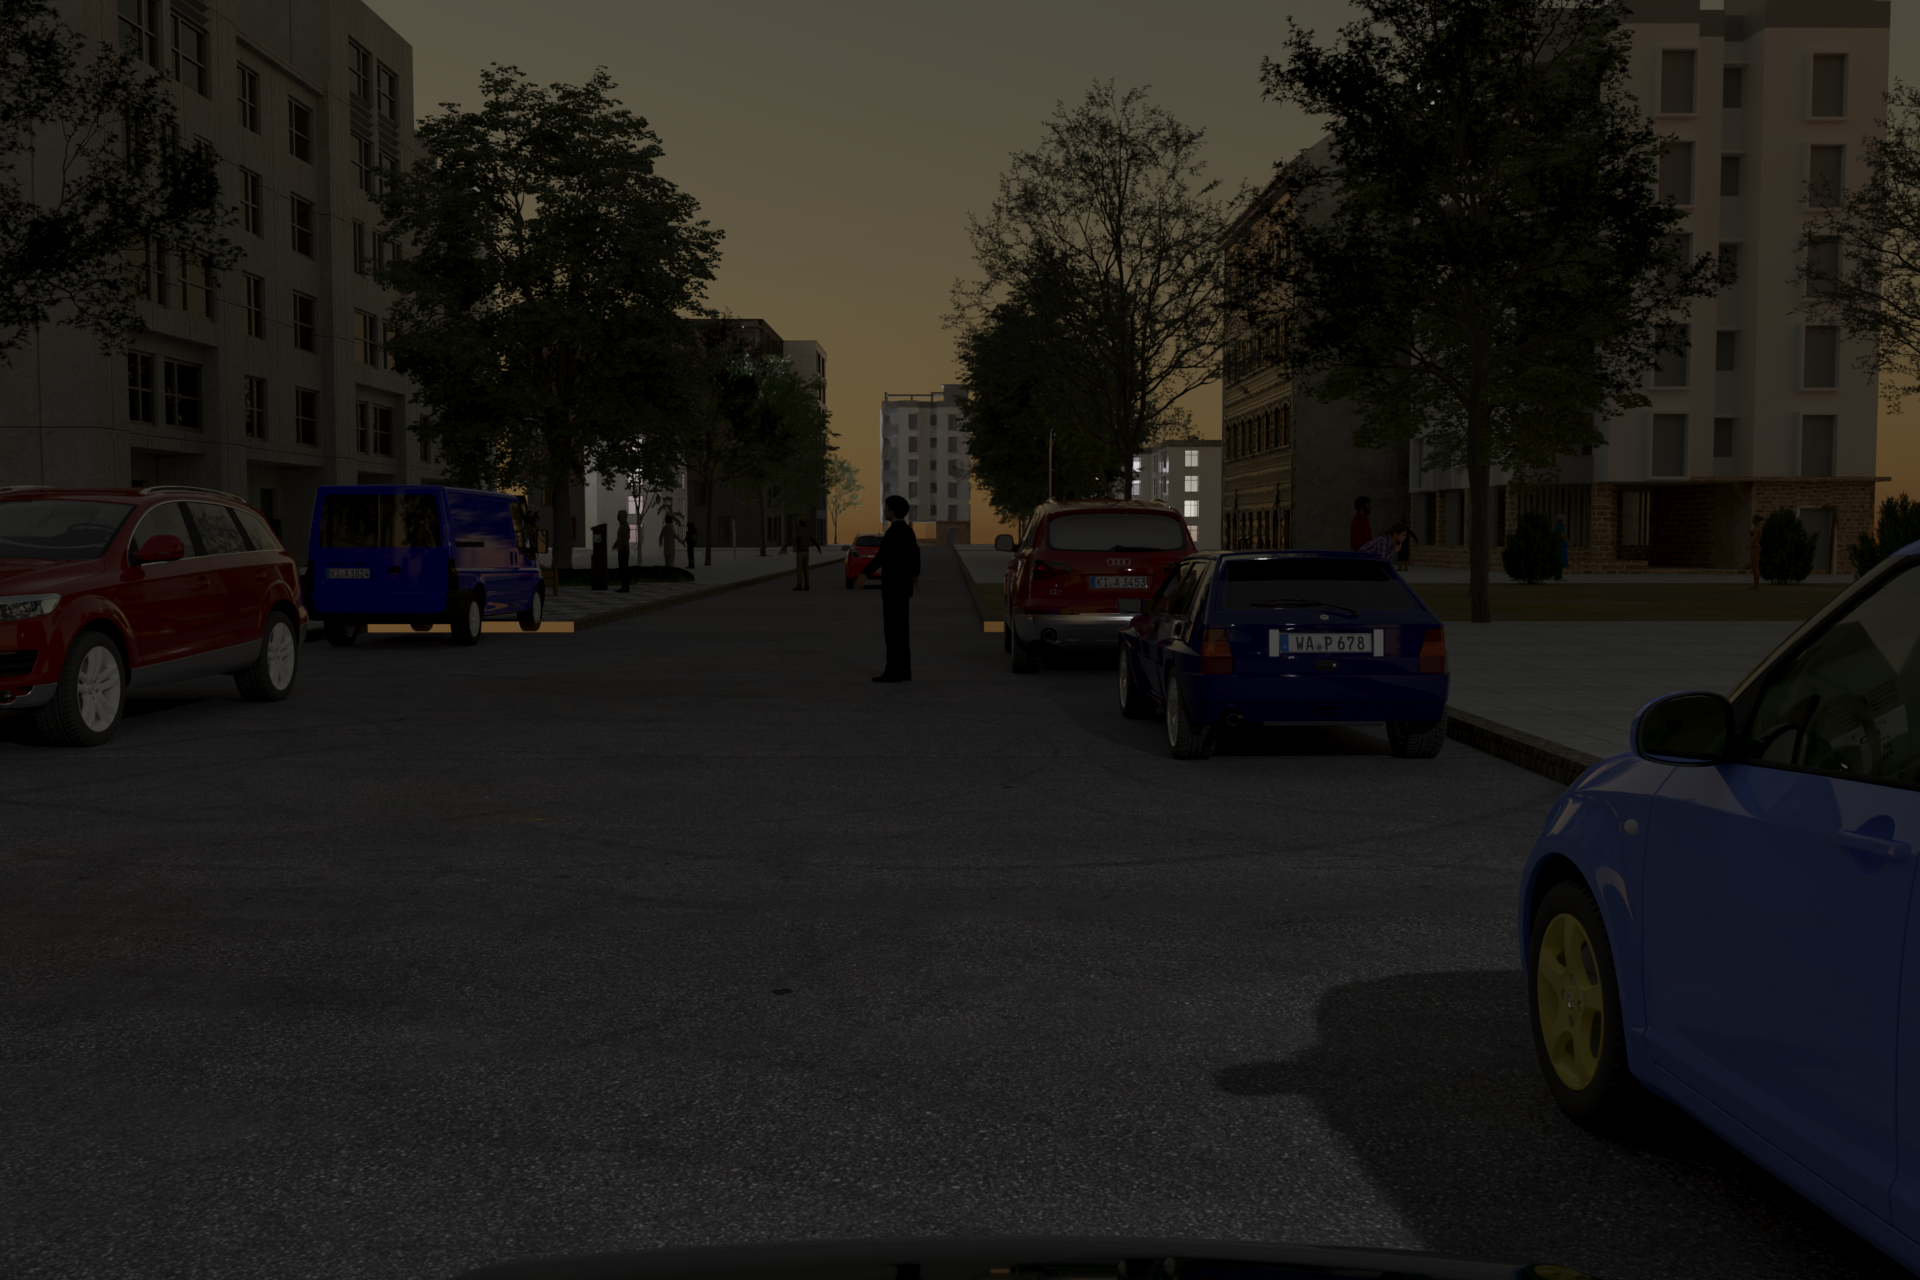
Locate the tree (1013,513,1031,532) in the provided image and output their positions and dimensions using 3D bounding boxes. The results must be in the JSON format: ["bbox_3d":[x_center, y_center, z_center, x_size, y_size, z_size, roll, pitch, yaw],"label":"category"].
[{"bbox_3d":[7.976,-16.653,222.630,4.737,8.622,4.395,0,3,0],"label":"tree"}]

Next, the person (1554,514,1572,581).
[{"bbox_3d":[16.410,-2.517,47.283,0.704,1.817,1.347,0,4,4],"label":"person"}]

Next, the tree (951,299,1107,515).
[{"bbox_3d":[4.281,-11.361,92.401,9.857,13.997,8.962,0,3,0],"label":"tree"}]

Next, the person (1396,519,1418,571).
[{"bbox_3d":[15.269,-3.279,59.756,1.346,1.812,0.704,-1,4,-18],"label":"person"}]

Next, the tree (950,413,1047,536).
[{"bbox_3d":[4.807,-13.410,129.630,12.009,13.543,11.850,0,3,0],"label":"tree"}]

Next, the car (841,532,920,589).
[{"bbox_3d":[-2.149,-2.310,46.802,2.155,1.783,4.494,0,4,-1],"label":"car"}]

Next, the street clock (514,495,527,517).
[{"bbox_3d":[-8.194,-1.688,32.165,0.358,2.002,0.471,0,4,1],"label":"street clock"}]

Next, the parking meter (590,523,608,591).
[{"bbox_3d":[-8.210,-1.895,39.401,0.372,1.533,0.369,0,3,0],"label":"parking meter"}]

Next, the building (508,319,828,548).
[{"bbox_3d":[-29.112,-20.599,180.770,27.936,21.610,32.646,0,4,0],"label":"building"}]

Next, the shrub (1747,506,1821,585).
[{"bbox_3d":[20.881,-2.416,43.917,1.690,2.028,1.600,0,3,0],"label":"shrub"}]

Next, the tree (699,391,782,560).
[{"bbox_3d":[-11.381,-8.300,86.060,4.360,8.622,3.978,0,3,0],"label":"tree"}]

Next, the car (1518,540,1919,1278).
[{"bbox_3d":[2.333,0.396,3.123,1.945,1.707,3.694,0,4,-2],"label":"car"}]

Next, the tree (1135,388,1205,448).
[{"bbox_3d":[25.056,-22.275,220.083,12.611,20.169,13.585,0,3,0],"label":"tree"}]

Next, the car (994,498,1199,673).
[{"bbox_3d":[1.538,-0.652,19.339,2.281,1.827,5.304,0,3,0],"label":"car"}]

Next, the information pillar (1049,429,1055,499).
[{"bbox_3d":[2.066,-2.903,38.823,0.183,3.616,0.504,0,4,-2],"label":"information pillar"}]

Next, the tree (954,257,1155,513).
[{"bbox_3d":[4.505,-10.533,78.865,9.857,13.997,8.962,0,3,0],"label":"tree"}]

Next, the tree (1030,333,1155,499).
[{"bbox_3d":[4.515,-6.813,61.757,4.737,8.622,4.395,0,3,0],"label":"tree"}]

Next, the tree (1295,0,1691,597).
[{"bbox_3d":[10.701,-7.176,35.462,7.486,12.596,7.792,0,3,0],"label":"tree"}]

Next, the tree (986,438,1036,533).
[{"bbox_3d":[4.185,-9.627,107.771,4.360,8.622,3.978,0,3,0],"label":"tree"}]

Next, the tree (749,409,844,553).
[{"bbox_3d":[-11.750,-11.348,119.947,8.767,10.594,7.601,3,4,39],"label":"tree"}]

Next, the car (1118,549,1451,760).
[{"bbox_3d":[2.157,0.013,12.368,1.945,1.354,3.894,0,4,-2],"label":"car"}]

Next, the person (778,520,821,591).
[{"bbox_3d":[-4.015,-2.156,43.986,1.348,1.796,0.705,-3,5,-43],"label":"person"}]

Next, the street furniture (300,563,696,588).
[{"bbox_3d":[-11.626,-1.704,43.485,10.072,0.657,5.734,-1,4,-13],"label":"street furniture"}]

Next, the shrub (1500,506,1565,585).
[{"bbox_3d":[14.552,-2.424,44.052,1.690,2.028,1.600,0,3,0],"label":"shrub"}]

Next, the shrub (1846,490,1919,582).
[{"bbox_3d":[15.955,-1.527,29.382,1.690,2.028,1.600,0,3,0],"label":"shrub"}]

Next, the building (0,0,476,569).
[{"bbox_3d":[-28.140,-11.519,54.787,16.747,18.905,31.486,0,4,0],"label":"building"}]

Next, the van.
[{"bbox_3d":[-7.162,-1.191,23.863,2.240,2.365,5.245,0,4,0],"label":"van"}]

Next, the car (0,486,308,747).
[{"bbox_3d":[-6.811,-0.285,13.328,2.281,1.827,5.304,0,3,0],"label":"car"}]

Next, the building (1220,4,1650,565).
[{"bbox_3d":[22.966,-15.265,80.511,19.493,23.208,18.063,0,4,-1],"label":"building"}]

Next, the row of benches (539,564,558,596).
[{"bbox_3d":[-9.998,-1.326,37.144,4.104,0.672,1.422,3,5,42],"label":"row of benches"}]

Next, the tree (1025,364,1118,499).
[{"bbox_3d":[5.367,-7.343,70.421,4.360,8.622,3.978,0,3,0],"label":"tree"}]

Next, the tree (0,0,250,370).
[{"bbox_3d":[-13.537,-5.386,22.470,8.767,10.594,7.601,-1,4,-12],"label":"tree"}]

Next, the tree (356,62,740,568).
[{"bbox_3d":[-10.786,-8.531,46.137,9.857,13.997,8.962,0,3,0],"label":"tree"}]

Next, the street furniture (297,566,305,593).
[{"bbox_3d":[-17.251,-1.225,35.658,10.072,0.657,5.734,-1,4,-9],"label":"street furniture"}]

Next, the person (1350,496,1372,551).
[{"bbox_3d":[5.698,-1.121,24.435,0.704,1.816,1.345,1,4,15],"label":"person"}]

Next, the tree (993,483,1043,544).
[{"bbox_3d":[7.858,-18.209,215.837,7.486,12.596,7.792,0,3,0],"label":"tree"}]

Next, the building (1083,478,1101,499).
[{"bbox_3d":[17.639,-15.678,198.478,9.099,9.664,28.070,0,4,-1],"label":"building"}]

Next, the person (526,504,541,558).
[{"bbox_3d":[-8.314,-1.709,33.714,0.705,1.858,1.354,0,4,-1],"label":"person"}]

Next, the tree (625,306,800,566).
[{"bbox_3d":[-9.934,-8.301,70.138,7.601,10.594,8.767,-2,4,-30],"label":"tree"}]

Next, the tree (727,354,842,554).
[{"bbox_3d":[-11.288,-11.710,109.591,7.486,12.596,7.792,0,3,0],"label":"tree"}]

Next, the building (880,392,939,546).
[{"bbox_3d":[-9.874,-22.283,223.203,11.380,20.090,16.016,1,4,8],"label":"building"}]

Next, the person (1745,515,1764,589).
[{"bbox_3d":[18.382,-2.043,40.204,0.721,1.733,1.217,2,4,32],"label":"person"}]

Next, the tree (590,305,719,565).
[{"bbox_3d":[-10.238,-6.466,56.076,4.737,8.622,4.395,0,3,0],"label":"tree"}]

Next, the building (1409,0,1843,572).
[{"bbox_3d":[23.069,-12.908,67.474,16.016,20.090,11.380,0,4,-1],"label":"building"}]

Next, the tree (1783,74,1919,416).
[{"bbox_3d":[22.599,-7.691,36.112,12.009,13.543,11.850,0,3,0],"label":"tree"}]

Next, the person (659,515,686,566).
[{"bbox_3d":[-8.168,-2.610,48.853,0.705,1.806,1.347,-3,5,-41],"label":"person"}]

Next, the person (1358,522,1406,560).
[{"bbox_3d":[5.197,-0.753,21.584,0.697,1.427,0.421,1,4,17],"label":"person"}]

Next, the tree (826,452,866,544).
[{"bbox_3d":[-16.066,-18.072,221.229,9.928,11.665,9.643,0,3,0],"label":"tree"}]

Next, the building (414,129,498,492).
[{"bbox_3d":[-30.377,-13.818,82.349,16.016,20.090,11.380,0,4,0],"label":"building"}]

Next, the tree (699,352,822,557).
[{"bbox_3d":[-11.462,-10.605,99.150,9.928,11.665,9.643,0,3,0],"label":"tree"}]

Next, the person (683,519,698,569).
[{"bbox_3d":[-10.006,-3.572,64.185,0.705,1.856,1.354,-2,4,-25],"label":"person"}]

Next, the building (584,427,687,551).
[{"bbox_3d":[-27.897,-12.658,149.104,9.099,9.664,28.070,0,4,-1],"label":"building"}]

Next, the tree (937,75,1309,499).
[{"bbox_3d":[4.494,-8.322,46.440,12.009,13.543,11.850,0,3,0],"label":"tree"}]

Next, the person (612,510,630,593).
[{"bbox_3d":[-7.395,-1.943,37.900,0.705,1.813,1.348,-1,4,-21],"label":"person"}]

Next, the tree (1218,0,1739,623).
[{"bbox_3d":[7.229,-5.535,24.907,7.601,10.594,8.767,1,4,10],"label":"tree"}]

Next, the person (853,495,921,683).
[{"bbox_3d":[-0.645,-0.501,16.842,0.705,1.806,1.347,1,4,22],"label":"person"}]

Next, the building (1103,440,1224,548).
[{"bbox_3d":[19.201,-13.825,168.180,9.099,9.664,28.070,0,3,0],"label":"building"}]
